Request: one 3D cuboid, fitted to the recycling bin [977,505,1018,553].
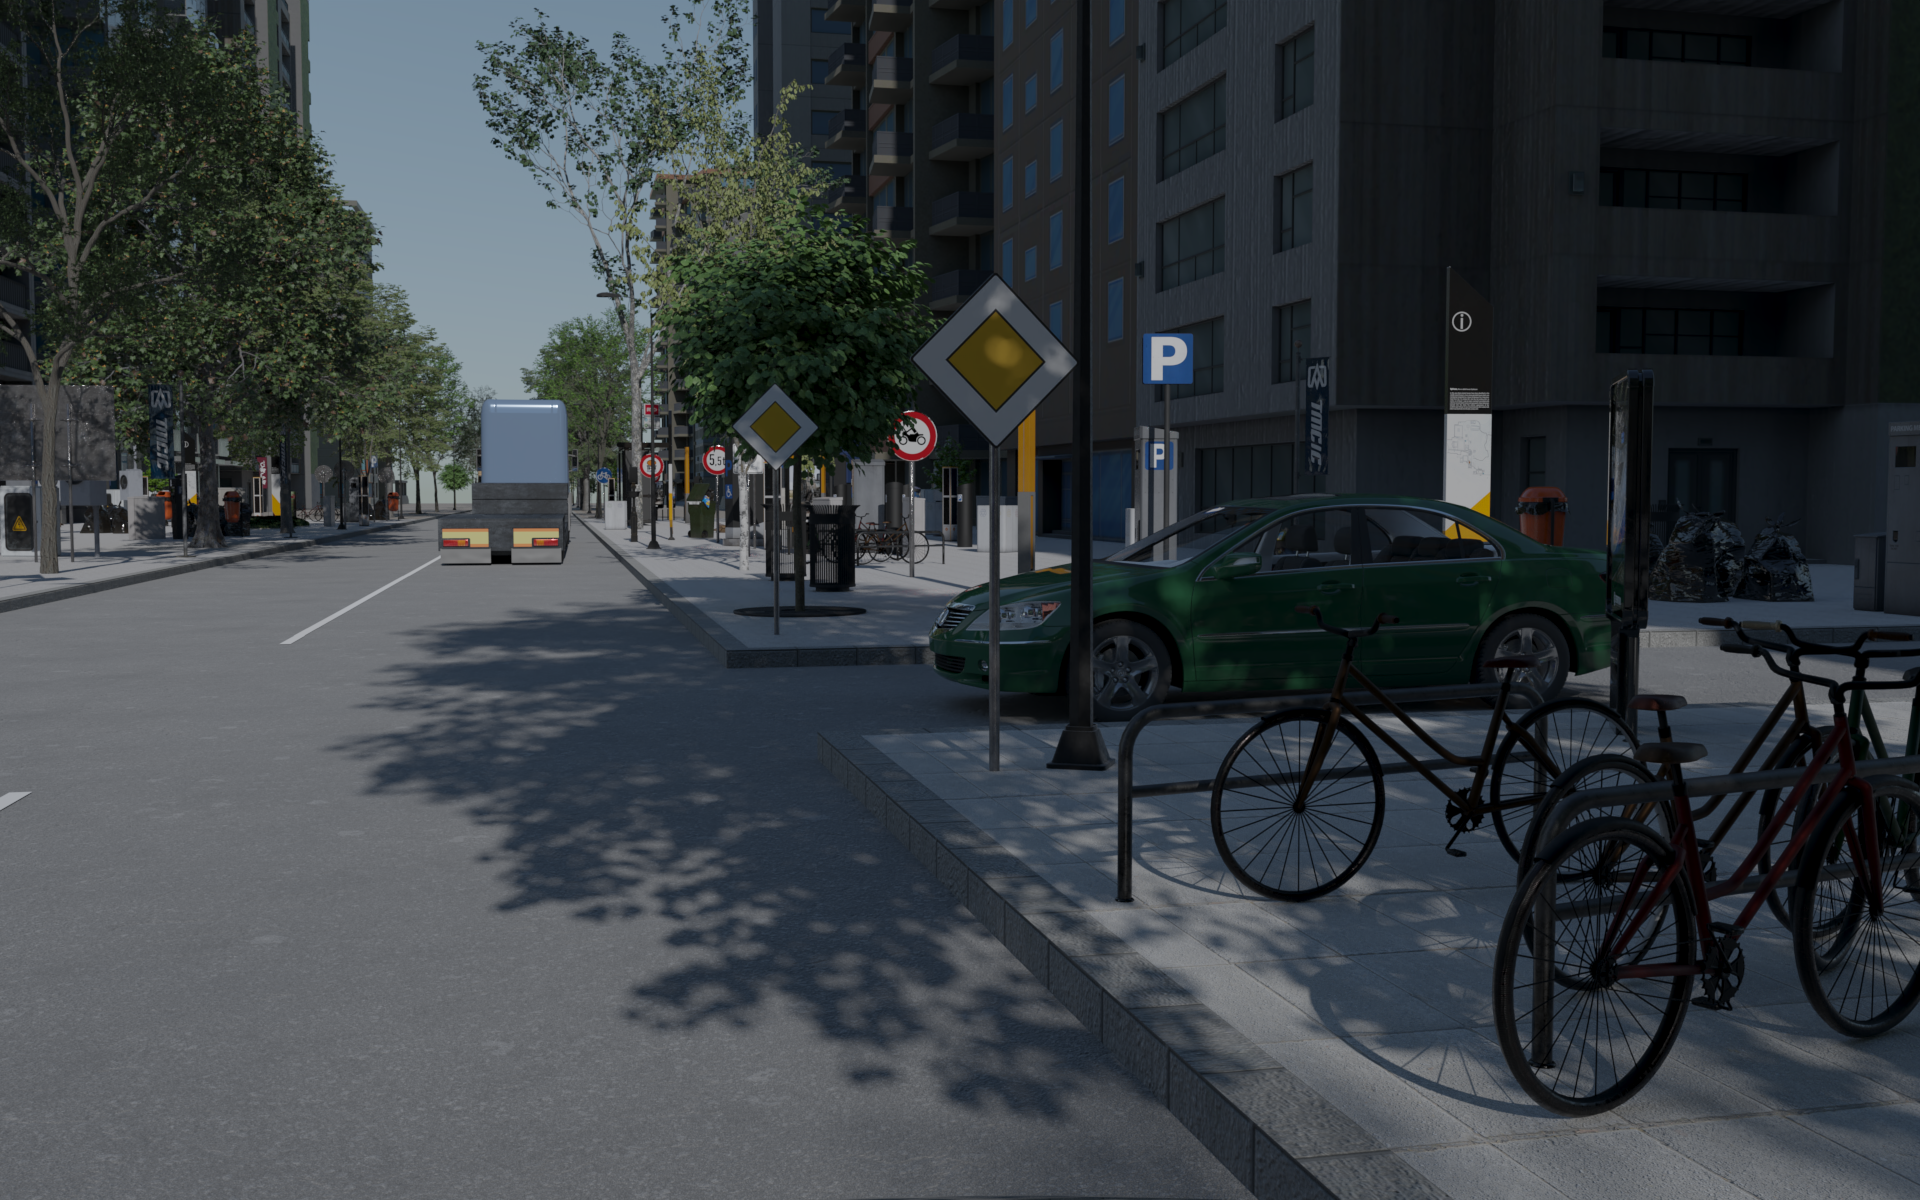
[{"bbox_3d":[0.851,-1.567,38.182,0.722,1.027,0.722,2,4,32],"label":"recycling bin"}]

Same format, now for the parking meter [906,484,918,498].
[{"bbox_3d":[-1.324,-2.065,42.177,0.372,1.533,0.369,0,3,0],"label":"parking meter"}]

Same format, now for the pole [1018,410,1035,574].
[{"bbox_3d":[0.798,-1.645,20.736,0.158,3.312,0.155,0,3,0],"label":"pole"}]

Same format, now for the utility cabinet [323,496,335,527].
[{"bbox_3d":[-24.963,-3.508,68.514,0.306,1.237,1.020,-1,4,-11],"label":"utility cabinet"}]

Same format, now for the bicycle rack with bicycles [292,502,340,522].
[{"bbox_3d":[-29.470,-4.113,80.631,2.925,0.926,2.852,-1,4,-15],"label":"bicycle rack with bicycles"}]

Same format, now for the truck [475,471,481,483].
[{"bbox_3d":[-37.770,-9.262,140.339,2.839,4.237,11.283,-1,4,-15],"label":"truck"}]

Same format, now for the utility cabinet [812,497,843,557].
[{"bbox_3d":[-2.746,-1.508,35.812,0.306,1.237,1.020,-2,4,-25],"label":"utility cabinet"}]

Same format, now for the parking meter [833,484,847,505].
[{"bbox_3d":[-3.111,-2.241,45.052,0.372,1.533,0.369,0,3,0],"label":"parking meter"}]

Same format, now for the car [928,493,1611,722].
[{"bbox_3d":[2.211,-0.010,11.957,4.920,1.459,2.131,-1,4,-13],"label":"car"}]

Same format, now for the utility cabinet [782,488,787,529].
[{"bbox_3d":[-5.878,-3.274,62.209,1.173,1.500,0.318,0,4,-7],"label":"utility cabinet"}]

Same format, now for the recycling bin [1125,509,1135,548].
[{"bbox_3d":[3.254,-1.061,29.906,0.722,1.027,0.722,0,4,-1],"label":"recycling bin"}]

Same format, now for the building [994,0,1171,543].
[{"bbox_3d":[9.439,-24.451,49.881,14.600,45.320,14.200,-1,4,-13],"label":"building"}]

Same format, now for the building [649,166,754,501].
[{"bbox_3d":[-30.396,-35.474,234.620,22.147,44.769,28.867,-1,4,-13],"label":"building"}]

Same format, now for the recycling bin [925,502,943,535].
[{"bbox_3d":[-0.703,-2.569,54.556,0.722,1.027,0.722,1,4,10],"label":"recycling bin"}]

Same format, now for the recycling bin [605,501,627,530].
[{"bbox_3d":[-12.402,-3.050,62.427,0.722,1.027,0.722,0,4,-6],"label":"recycling bin"}]

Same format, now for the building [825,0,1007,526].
[{"bbox_3d":[5.645,-25.973,79.290,22.147,44.769,28.867,-1,4,-13],"label":"building"}]

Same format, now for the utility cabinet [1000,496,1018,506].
[{"bbox_3d":[1.332,-2.234,47.681,0.306,1.237,1.020,2,4,26],"label":"utility cabinet"}]

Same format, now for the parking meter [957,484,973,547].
[{"bbox_3d":[0.118,-2.042,41.796,0.372,1.533,0.369,0,3,0],"label":"parking meter"}]

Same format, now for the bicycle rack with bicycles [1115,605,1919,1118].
[{"bbox_3d":[1.901,0.513,4.996,2.925,0.926,2.852,-2,4,-25],"label":"bicycle rack with bicycles"}]

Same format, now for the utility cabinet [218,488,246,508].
[{"bbox_3d":[-25.574,-3.176,60.603,0.318,1.500,1.173,2,4,33],"label":"utility cabinet"}]

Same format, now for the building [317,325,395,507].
[{"bbox_3d":[-77.051,-20.940,187.407,27.650,21.520,28.899,-1,4,-13],"label":"building"}]

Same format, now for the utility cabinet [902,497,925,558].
[{"bbox_3d":[-0.928,-1.456,34.966,0.306,1.237,1.020,-1,4,-12],"label":"utility cabinet"}]

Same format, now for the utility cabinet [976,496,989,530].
[{"bbox_3d":[1.082,-3.121,62.187,1.020,1.237,0.306,2,4,33],"label":"utility cabinet"}]

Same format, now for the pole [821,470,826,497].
[{"bbox_3d":[-3.516,-3.073,44.086,0.158,3.312,0.155,0,3,0],"label":"pole"}]

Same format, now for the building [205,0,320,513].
[{"bbox_3d":[-57.819,-27.474,132.789,14.154,41.232,14.086,-1,4,-13],"label":"building"}]

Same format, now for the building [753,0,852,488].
[{"bbox_3d":[-3.601,-35.280,118.819,21.231,58.520,28.212,-1,4,-13],"label":"building"}]

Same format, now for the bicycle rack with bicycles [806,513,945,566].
[{"bbox_3d":[-1.710,-1.140,32.014,2.925,0.926,2.852,-2,4,-29],"label":"bicycle rack with bicycles"}]

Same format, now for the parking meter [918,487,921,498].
[{"bbox_3d":[-1.285,-2.464,48.705,0.372,1.533,0.369,0,3,0],"label":"parking meter"}]

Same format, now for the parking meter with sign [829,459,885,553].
[{"bbox_3d":[-1.982,-2.533,37.677,1.738,3.016,0.543,-1,4,-9],"label":"parking meter with sign"}]

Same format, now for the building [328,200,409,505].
[{"bbox_3d":[-85.325,-31.827,212.244,32.217,40.220,23.993,-1,4,-13],"label":"building"}]

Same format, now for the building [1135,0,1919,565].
[{"bbox_3d":[12.501,-16.169,36.057,14.107,30.474,14.160,-1,4,-13],"label":"building"}]

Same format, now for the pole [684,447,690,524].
[{"bbox_3d":[-11.860,-4.978,75.226,0.158,3.312,0.155,0,3,0],"label":"pole"}]

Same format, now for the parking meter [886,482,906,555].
[{"bbox_3d":[-1.390,-1.734,36.769,0.372,1.533,0.369,0,3,0],"label":"parking meter"}]

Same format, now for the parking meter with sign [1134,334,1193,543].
[{"bbox_3d":[2.251,-1.435,19.728,0.543,3.016,1.738,0,4,0],"label":"parking meter with sign"}]

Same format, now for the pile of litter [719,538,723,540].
[{"bbox_3d":[-6.069,-2.149,49.108,1.719,0.858,1.176,0,4,-4],"label":"pile of litter"}]

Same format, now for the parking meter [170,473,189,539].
[{"bbox_3d":[-22.103,-2.650,49.038,0.255,1.863,0.399,3,4,38],"label":"parking meter"}]

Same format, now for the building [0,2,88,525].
[{"bbox_3d":[-47.724,-38.569,68.849,20.563,71.187,20.611,-1,4,-13],"label":"building"}]

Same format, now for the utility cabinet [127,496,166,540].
[{"bbox_3d":[-23.090,-2.325,49.168,0.306,1.237,1.020,2,4,27],"label":"utility cabinet"}]

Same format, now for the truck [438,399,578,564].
[{"bbox_3d":[-11.169,-3.299,43.695,2.967,4.110,18.799,-1,4,-12],"label":"truck"}]

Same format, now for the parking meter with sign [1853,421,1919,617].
[{"bbox_3d":[10.211,-1.346,18.274,0.543,3.016,1.738,-1,4,-13],"label":"parking meter with sign"}]

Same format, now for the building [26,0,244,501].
[{"bbox_3d":[-54.336,-29.128,95.844,23.786,49.044,30.456,-1,4,-13],"label":"building"}]

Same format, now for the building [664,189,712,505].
[{"bbox_3d":[-19.353,-31.705,210.250,32.217,40.220,23.993,-1,4,-13],"label":"building"}]
